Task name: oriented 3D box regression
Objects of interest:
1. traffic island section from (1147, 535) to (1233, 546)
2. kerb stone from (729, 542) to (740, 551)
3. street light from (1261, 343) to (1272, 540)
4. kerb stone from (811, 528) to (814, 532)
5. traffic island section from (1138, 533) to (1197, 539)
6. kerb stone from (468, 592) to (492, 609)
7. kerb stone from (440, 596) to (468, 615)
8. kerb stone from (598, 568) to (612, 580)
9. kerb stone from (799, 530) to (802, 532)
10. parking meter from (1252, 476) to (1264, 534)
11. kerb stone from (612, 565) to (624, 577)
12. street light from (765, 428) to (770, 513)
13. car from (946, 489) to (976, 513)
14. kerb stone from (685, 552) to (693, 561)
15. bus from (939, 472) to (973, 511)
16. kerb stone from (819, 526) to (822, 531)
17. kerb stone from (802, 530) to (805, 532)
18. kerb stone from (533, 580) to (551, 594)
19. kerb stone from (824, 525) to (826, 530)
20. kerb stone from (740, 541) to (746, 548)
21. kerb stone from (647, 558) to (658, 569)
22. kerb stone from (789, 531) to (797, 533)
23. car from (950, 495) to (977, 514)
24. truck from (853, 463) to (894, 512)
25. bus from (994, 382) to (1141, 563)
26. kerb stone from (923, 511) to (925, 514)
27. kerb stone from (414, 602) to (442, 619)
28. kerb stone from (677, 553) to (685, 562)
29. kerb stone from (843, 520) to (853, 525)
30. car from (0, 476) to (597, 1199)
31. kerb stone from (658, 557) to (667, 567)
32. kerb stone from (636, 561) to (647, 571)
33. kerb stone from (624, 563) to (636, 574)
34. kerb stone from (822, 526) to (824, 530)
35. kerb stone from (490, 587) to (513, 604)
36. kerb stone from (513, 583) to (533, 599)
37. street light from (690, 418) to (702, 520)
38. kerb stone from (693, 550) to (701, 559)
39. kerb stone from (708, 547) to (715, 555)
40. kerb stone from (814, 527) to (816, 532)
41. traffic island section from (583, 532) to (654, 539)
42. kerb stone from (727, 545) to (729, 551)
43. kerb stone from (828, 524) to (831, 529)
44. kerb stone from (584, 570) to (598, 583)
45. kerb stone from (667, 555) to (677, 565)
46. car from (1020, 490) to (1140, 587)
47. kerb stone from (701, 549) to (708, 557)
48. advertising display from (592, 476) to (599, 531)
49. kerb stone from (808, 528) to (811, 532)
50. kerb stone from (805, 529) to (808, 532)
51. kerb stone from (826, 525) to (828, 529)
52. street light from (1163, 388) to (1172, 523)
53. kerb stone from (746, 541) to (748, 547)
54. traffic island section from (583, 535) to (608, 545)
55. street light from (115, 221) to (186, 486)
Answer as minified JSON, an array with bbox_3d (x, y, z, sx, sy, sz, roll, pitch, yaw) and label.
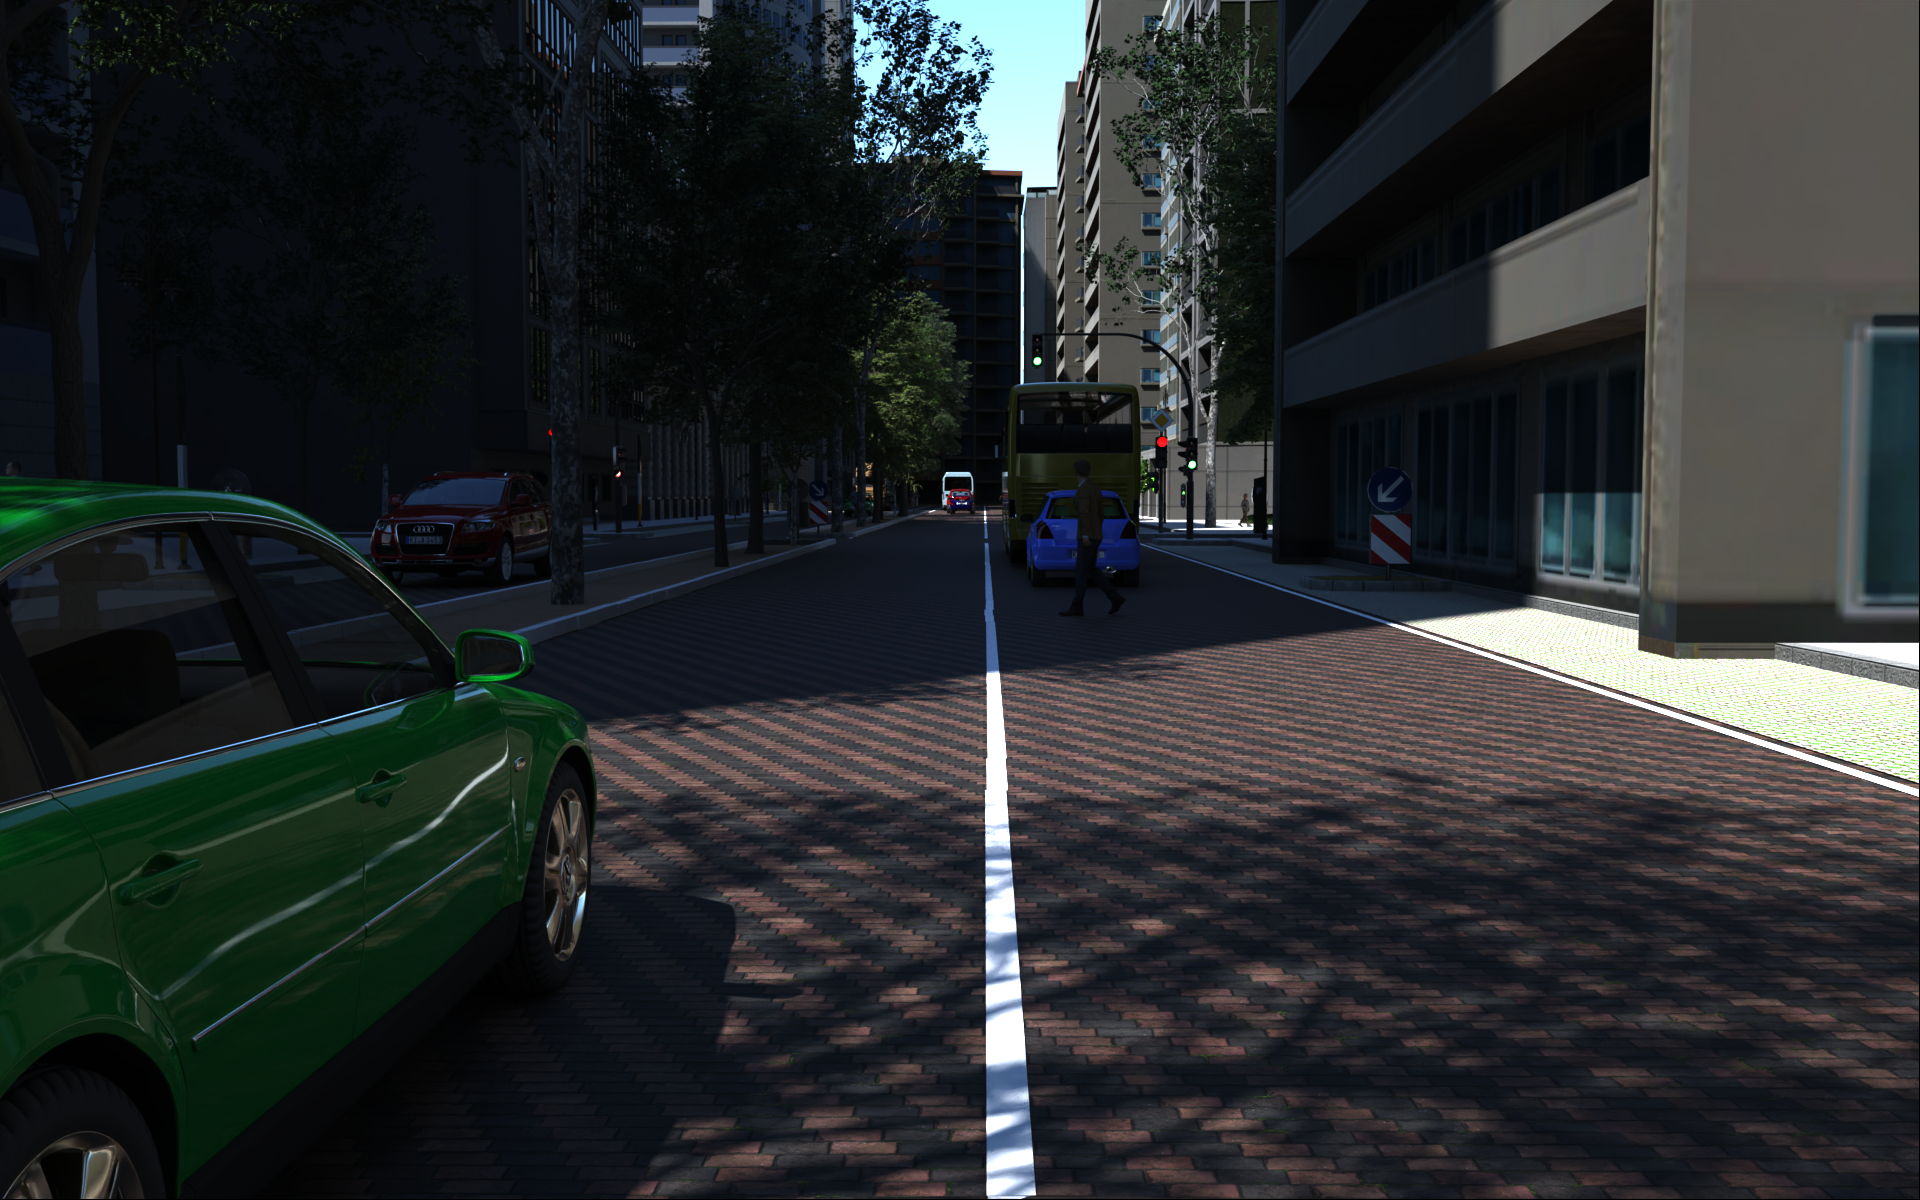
[{"bbox_3d":[6.521,-1.637,49.051,2.009,0.180,2.903,0,4,1],"label":"traffic island section"},{"bbox_3d":[-5.823,-1.356,44.388,0.120,0.150,1.000,0,4,1],"label":"kerb stone"},{"bbox_3d":[8.572,-4.633,48.545,0.468,5.910,1.993,0,4,1],"label":"street light"},{"bbox_3d":[-5.562,-2.519,63.376,0.120,0.150,1.000,0,4,1],"label":"kerb stone"},{"bbox_3d":[6.633,-2.126,57.036,2.009,0.180,2.903,0,4,1],"label":"traffic island section"},{"bbox_3d":[-6.140,0.022,21.838,0.120,0.150,1.000,0,4,1],"label":"kerb stone"},{"bbox_3d":[-6.150,0.084,20.817,0.120,0.150,1.000,0,4,1],"label":"kerb stone"},{"bbox_3d":[-6.034,-0.417,29.015,0.120,0.150,1.000,0,4,1],"label":"kerb stone"},{"bbox_3d":[-5.618,-2.268,59.284,0.120,0.150,1.000,0,4,1],"label":"kerb stone"},{"bbox_3d":[9.703,-3.087,56.188,0.399,1.863,0.255,1,4,19],"label":"parking meter"},{"bbox_3d":[-6.029,-0.480,30.046,0.120,0.150,1.000,0,4,1],"label":"kerb stone"},{"bbox_3d":[-12.563,-8.580,113.076,0.468,5.910,1.993,0,4,1],"label":"street light"},{"bbox_3d":[0.041,-7.434,130.224,2.281,1.827,5.304,0,4,1],"label":"car"},{"bbox_3d":[-5.927,-0.916,37.209,0.120,0.150,1.000,0,4,1],"label":"kerb stone"},{"bbox_3d":[-0.288,-9.628,152.277,2.948,3.499,13.247,0,4,-1],"label":"bus"},{"bbox_3d":[-5.516,-2.707,66.450,0.120,0.150,1.000,0,4,1],"label":"kerb stone"},{"bbox_3d":[-5.601,-2.320,60.307,0.120,0.150,1.000,0,4,1],"label":"kerb stone"},{"bbox_3d":[-6.099,-0.166,24.914,0.120,0.150,1.000,0,4,1],"label":"kerb stone"},{"bbox_3d":[-5.490,-2.832,68.501,0.120,0.150,1.000,0,4,1],"label":"kerb stone"},{"bbox_3d":[-5.813,-1.420,45.410,0.120,0.150,1.000,0,4,1],"label":"kerb stone"},{"bbox_3d":[-5.979,-0.663,33.116,0.120,0.150,1.000,0,4,1],"label":"kerb stone"},{"bbox_3d":[-5.631,-2.206,58.256,0.120,0.150,1.000,0,4,1],"label":"kerb stone"},{"bbox_3d":[0.202,-6.838,124.387,1.945,1.354,3.894,0,4,2],"label":"car"},{"bbox_3d":[-7.183,-9.584,145.604,2.839,4.237,11.283,0,4,2],"label":"truck"},{"bbox_3d":[2.249,-2.898,38.922,2.896,3.916,12.252,0,4,1],"label":"bus"},{"bbox_3d":[-2.675,-5.905,118.738,0.120,0.150,1.000,0,4,1],"label":"kerb stone"},{"bbox_3d":[-6.169,0.147,19.795,0.120,0.150,1.000,0,4,1],"label":"kerb stone"},{"bbox_3d":[-5.943,-0.854,36.185,0.120,0.150,1.000,0,4,1],"label":"kerb stone"},{"bbox_3d":[-5.296,-3.647,81.820,0.120,0.150,1.000,0,4,1],"label":"kerb stone"},{"bbox_3d":[-2.035,0.316,3.626,1.959,1.807,4.718,0,4,1],"label":"car"},{"bbox_3d":[-5.970,-0.730,34.138,0.120,0.150,1.000,0,4,1],"label":"kerb stone"},{"bbox_3d":[-6.005,-0.605,32.094,0.120,0.150,1.000,0,4,1],"label":"kerb stone"},{"bbox_3d":[-6.015,-0.543,31.068,0.120,0.150,1.000,0,4,1],"label":"kerb stone"},{"bbox_3d":[-5.500,-2.770,67.479,0.120,0.150,1.000,0,4,1],"label":"kerb stone"},{"bbox_3d":[-6.126,-0.041,22.860,0.120,0.150,1.000,0,4,1],"label":"kerb stone"},{"bbox_3d":[-6.114,-0.103,23.883,0.120,0.150,1.000,0,4,1],"label":"kerb stone"},{"bbox_3d":[-13.020,-6.891,85.454,0.468,5.910,1.993,0,4,1],"label":"street light"},{"bbox_3d":[-5.914,-0.981,38.235,0.120,0.150,1.000,0,4,1],"label":"kerb stone"},{"bbox_3d":[-5.883,-1.107,40.287,0.120,0.150,1.000,0,4,1],"label":"kerb stone"},{"bbox_3d":[-5.541,-2.581,64.401,0.120,0.150,1.000,0,4,1],"label":"kerb stone"},{"bbox_3d":[-11.306,-2.141,57.291,2.009,0.180,2.903,0,4,1],"label":"traffic island section"},{"bbox_3d":[-5.854,-1.232,42.338,0.120,0.150,1.000,0,4,1],"label":"kerb stone"},{"bbox_3d":[-5.460,-2.958,70.551,0.120,0.150,1.000,0,4,1],"label":"kerb stone"},{"bbox_3d":[-6.056,-0.354,27.979,0.120,0.150,1.000,0,4,1],"label":"kerb stone"},{"bbox_3d":[-5.947,-0.793,35.159,0.120,0.150,1.000,0,4,1],"label":"kerb stone"},{"bbox_3d":[1.950,-1.129,28.057,1.945,1.707,3.694,0,4,1],"label":"car"},{"bbox_3d":[-5.899,-1.044,39.257,0.120,0.150,1.000,0,4,1],"label":"kerb stone"},{"bbox_3d":[-12.834,-3.409,60.956,0.123,1.923,0.974,0,4,-5],"label":"advertising display"},{"bbox_3d":[-5.571,-2.455,62.351,0.120,0.150,1.000,0,4,1],"label":"kerb stone"},{"bbox_3d":[-5.587,-2.393,61.328,0.120,0.150,1.000,0,4,1],"label":"kerb stone"},{"bbox_3d":[-5.485,-2.894,69.523,0.120,0.150,1.000,0,4,1],"label":"kerb stone"},{"bbox_3d":[8.939,-6.279,75.456,0.468,5.910,1.993,0,4,1],"label":"street light"},{"bbox_3d":[-5.793,-1.482,46.432,0.120,0.150,1.000,0,4,1],"label":"kerb stone"},{"bbox_3d":[-11.418,-1.653,49.306,2.009,0.180,2.903,0,4,1],"label":"traffic island section"},{"bbox_3d":[-13.742,-3.472,29.550,0.468,5.910,1.993,0,4,1],"label":"street light"}]
